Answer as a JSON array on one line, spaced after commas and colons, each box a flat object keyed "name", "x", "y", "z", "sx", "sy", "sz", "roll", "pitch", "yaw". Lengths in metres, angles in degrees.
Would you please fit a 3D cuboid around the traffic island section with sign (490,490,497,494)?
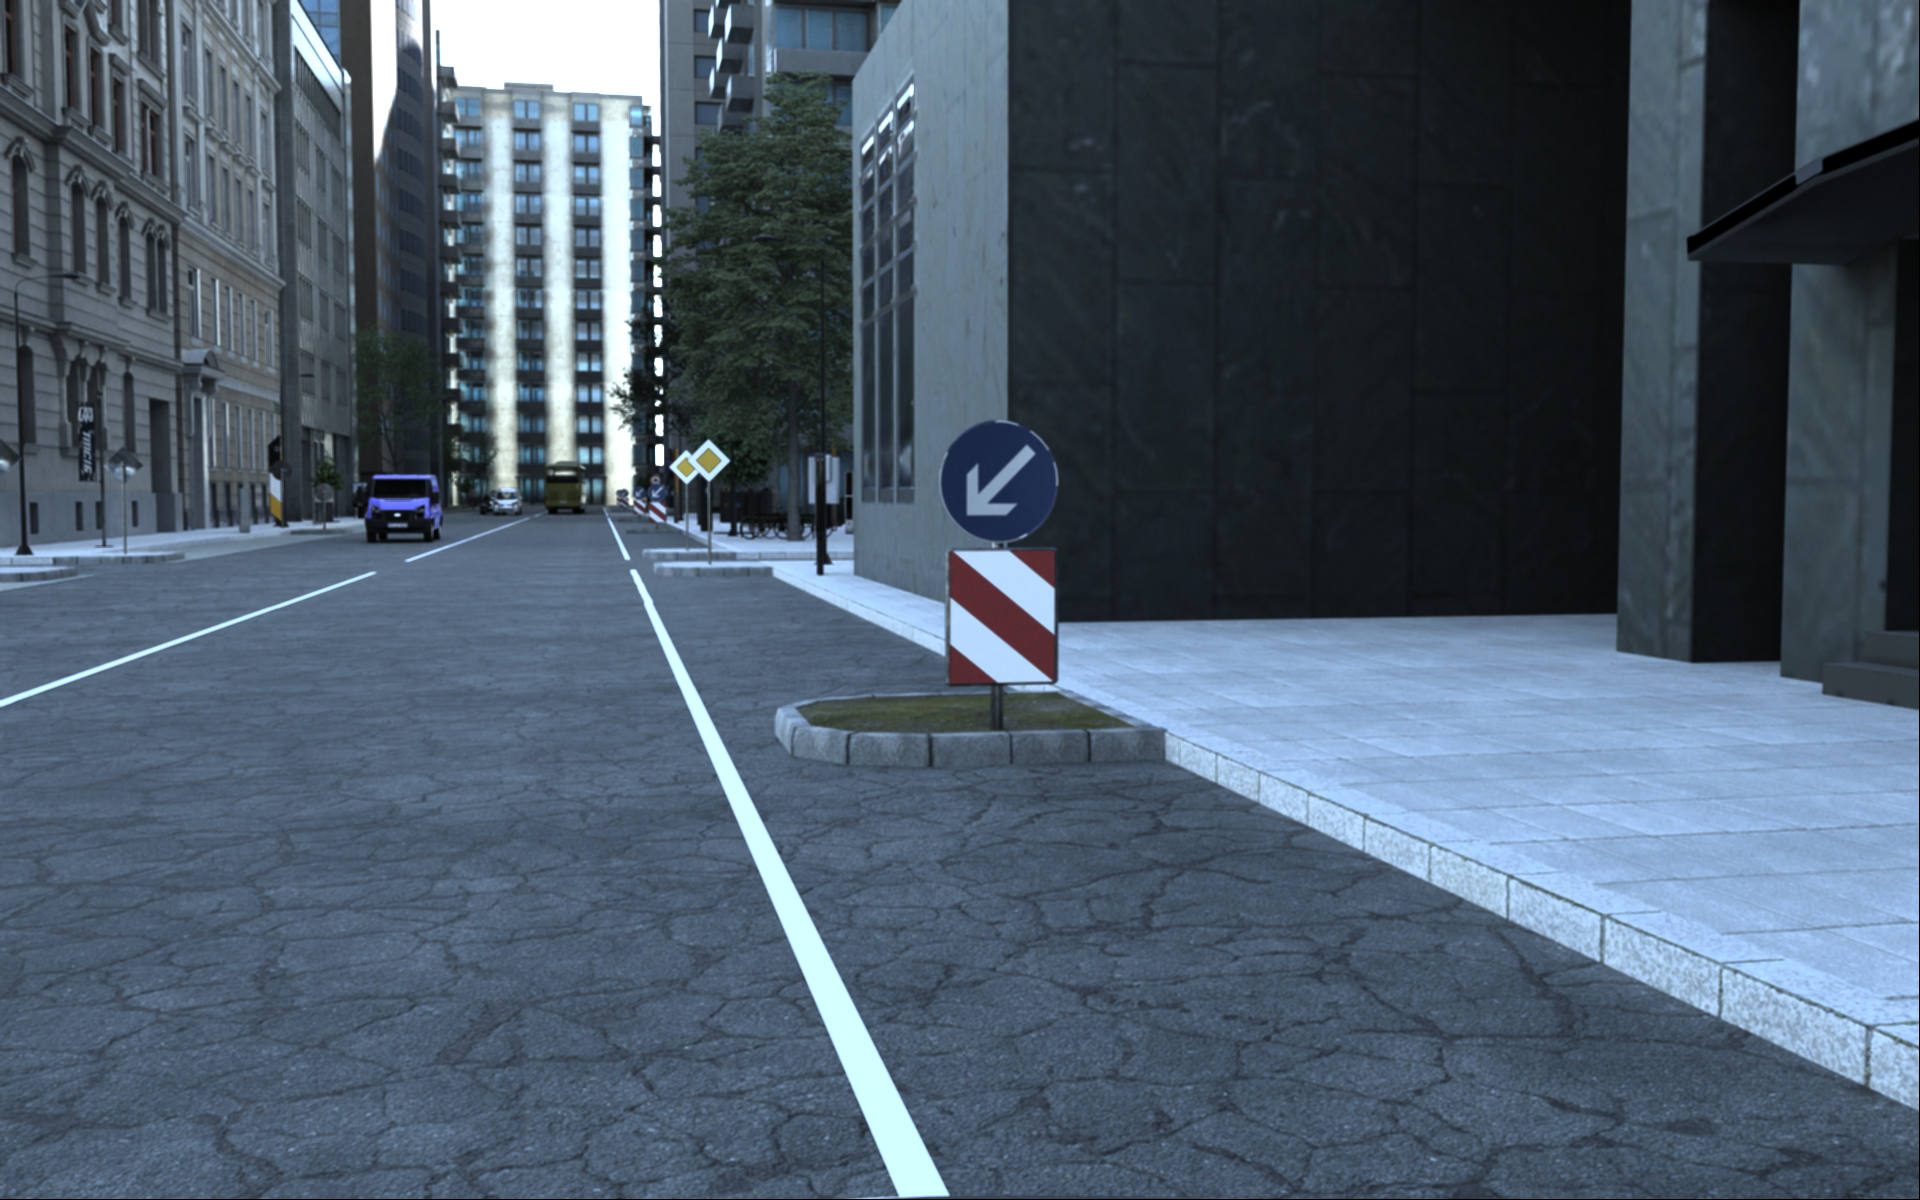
[{"name": "traffic island section with sign", "x": -44.152, "y": -9.516, "z": 164.212, "sx": 1.989, "sy": 1.847, "sz": 2.006, "roll": -1, "pitch": 4, "yaw": -12}]

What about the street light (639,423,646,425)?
[{"name": "street light", "x": -20.230, "y": -8.595, "z": 113.063, "sx": 1.470, "sy": 5.913, "sz": 1.316, "roll": -1, "pitch": 4, "yaw": -12}]

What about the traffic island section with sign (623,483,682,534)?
[{"name": "traffic island section with sign", "x": -11.214, "y": -3.351, "z": 63.417, "sx": 1.989, "sy": 1.847, "sz": 2.006, "roll": -1, "pitch": 4, "yaw": -12}]

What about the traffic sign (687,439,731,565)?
[{"name": "traffic sign", "x": -4.555, "y": -1.700, "z": 31.440, "sx": 0.795, "sy": 2.450, "sz": 0.064, "roll": -1, "pitch": 4, "yaw": -12}]

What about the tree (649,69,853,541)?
[{"name": "tree", "x": -4.573, "y": -7.856, "z": 46.579, "sx": 7.486, "sy": 12.596, "sz": 7.792, "roll": 0, "pitch": 3, "yaw": 0}]

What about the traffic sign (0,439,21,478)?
[{"name": "traffic sign", "x": -16.153, "y": -1.553, "z": 29.041, "sx": 0.795, "sy": 2.450, "sz": 0.064, "roll": -1, "pitch": 4, "yaw": -12}]

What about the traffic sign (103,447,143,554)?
[{"name": "traffic sign", "x": -17.790, "y": -2.031, "z": 36.857, "sx": 0.795, "sy": 2.450, "sz": 0.064, "roll": -1, "pitch": 4, "yaw": -12}]

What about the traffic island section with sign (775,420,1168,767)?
[{"name": "traffic island section with sign", "x": -0.045, "y": -0.089, "z": 10.083, "sx": 1.989, "sy": 1.847, "sz": 2.006, "roll": -1, "pitch": 4, "yaw": -12}]

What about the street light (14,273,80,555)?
[{"name": "street light", "x": -19.169, "y": -3.905, "z": 36.386, "sx": 1.470, "sy": 5.913, "sz": 1.316, "roll": -1, "pitch": 4, "yaw": -12}]

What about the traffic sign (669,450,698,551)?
[{"name": "traffic sign", "x": -6.192, "y": -2.178, "z": 39.256, "sx": 0.795, "sy": 2.450, "sz": 0.064, "roll": -1, "pitch": 4, "yaw": -12}]

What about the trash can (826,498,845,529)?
[{"name": "trash can", "x": -4.899, "y": -3.476, "z": 68.485, "sx": 0.748, "sy": 1.137, "sz": 0.748, "roll": 0, "pitch": 3, "yaw": 0}]

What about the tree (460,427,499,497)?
[{"name": "tree", "x": -51.490, "y": -14.415, "z": 186.047, "sx": 4.360, "sy": 8.622, "sz": 3.978, "roll": 0, "pitch": 3, "yaw": 0}]

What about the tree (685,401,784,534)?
[{"name": "tree", "x": -7.248, "y": -4.441, "z": 56.330, "sx": 4.285, "sy": 4.588, "sz": 4.351, "roll": 0, "pitch": 3, "yaw": 0}]

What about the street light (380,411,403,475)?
[{"name": "street light", "x": -31.938, "y": -7.629, "z": 97.277, "sx": 1.470, "sy": 5.913, "sz": 1.316, "roll": -1, "pitch": 4, "yaw": -12}]

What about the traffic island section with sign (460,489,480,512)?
[{"name": "traffic island section with sign", "x": -38.457, "y": -7.854, "z": 137.047, "sx": 1.989, "sy": 1.847, "sz": 2.006, "roll": -1, "pitch": 4, "yaw": -12}]

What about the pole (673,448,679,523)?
[{"name": "pole", "x": -12.561, "y": -5.061, "z": 76.594, "sx": 0.158, "sy": 3.312, "sz": 0.155, "roll": 0, "pitch": 3, "yaw": 0}]

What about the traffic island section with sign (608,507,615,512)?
[{"name": "traffic island section with sign", "x": -27.035, "y": -7.970, "z": 138.940, "sx": 1.989, "sy": 1.847, "sz": 2.006, "roll": -1, "pitch": 4, "yaw": -12}]

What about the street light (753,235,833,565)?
[{"name": "street light", "x": -3.023, "y": -3.597, "z": 31.350, "sx": 1.470, "sy": 5.913, "sz": 1.316, "roll": -1, "pitch": 4, "yaw": -12}]

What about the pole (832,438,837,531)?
[{"name": "pole", "x": -4.351, "y": -4.039, "z": 59.878, "sx": 0.158, "sy": 3.312, "sz": 0.155, "roll": 0, "pitch": 3, "yaw": 0}]

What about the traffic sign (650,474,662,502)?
[{"name": "traffic sign", "x": -19.636, "y": -6.830, "z": 111.775, "sx": 0.768, "sy": 2.556, "sz": 0.104, "roll": 0, "pitch": 4, "yaw": -8}]

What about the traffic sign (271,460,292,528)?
[{"name": "traffic sign", "x": -25.403, "y": -3.963, "z": 64.904, "sx": 0.768, "sy": 2.556, "sz": 0.104, "roll": 0, "pitch": 4, "yaw": -4}]

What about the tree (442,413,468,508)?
[{"name": "tree", "x": -45.987, "y": -12.539, "z": 155.370, "sx": 4.737, "sy": 8.622, "sz": 4.395, "roll": 0, "pitch": 3, "yaw": 0}]

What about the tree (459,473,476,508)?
[{"name": "tree", "x": -45.985, "y": -10.223, "z": 161.743, "sx": 1.663, "sy": 3.219, "sz": 1.824, "roll": 0, "pitch": 3, "yaw": 0}]

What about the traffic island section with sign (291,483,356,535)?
[{"name": "traffic island section with sign", "x": -22.711, "y": -3.255, "z": 61.852, "sx": 1.989, "sy": 1.847, "sz": 2.006, "roll": -1, "pitch": 4, "yaw": -12}]

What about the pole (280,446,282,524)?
[{"name": "pole", "x": -28.767, "y": -4.865, "z": 73.385, "sx": 0.158, "sy": 3.312, "sz": 0.155, "roll": 0, "pitch": 3, "yaw": 0}]

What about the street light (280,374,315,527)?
[{"name": "street light", "x": -25.600, "y": -5.773, "z": 66.931, "sx": 1.470, "sy": 5.913, "sz": 1.316, "roll": -1, "pitch": 4, "yaw": -12}]

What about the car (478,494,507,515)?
[{"name": "car", "x": -32.731, "y": -6.835, "z": 121.531, "sx": 2.009, "sy": 1.686, "sz": 4.222, "roll": -1, "pitch": 4, "yaw": -13}]

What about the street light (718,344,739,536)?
[{"name": "street light", "x": -7.434, "y": -4.881, "z": 52.352, "sx": 1.470, "sy": 5.913, "sz": 1.316, "roll": -1, "pitch": 4, "yaw": -12}]

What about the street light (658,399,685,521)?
[{"name": "street light", "x": -13.903, "y": -6.738, "z": 82.714, "sx": 1.470, "sy": 5.913, "sz": 1.316, "roll": -1, "pitch": 4, "yaw": -12}]

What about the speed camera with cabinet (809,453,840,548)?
[{"name": "speed camera with cabinet", "x": -2.523, "y": -2.847, "z": 40.880, "sx": 2.038, "sy": 3.252, "sz": 0.660, "roll": 0, "pitch": 4, "yaw": 3}]

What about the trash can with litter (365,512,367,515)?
[{"name": "trash can with litter", "x": -37.001, "y": -5.802, "z": 105.922, "sx": 2.233, "sy": 1.210, "sz": 1.678, "roll": 2, "pitch": 4, "yaw": 31}]

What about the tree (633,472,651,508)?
[{"name": "tree", "x": -30.043, "y": -10.269, "z": 162.502, "sx": 1.663, "sy": 3.219, "sz": 1.824, "roll": 0, "pitch": 3, "yaw": 0}]

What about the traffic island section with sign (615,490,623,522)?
[{"name": "traffic island section with sign", "x": -16.745, "y": -4.965, "z": 89.801, "sx": 1.989, "sy": 1.847, "sz": 2.006, "roll": -1, "pitch": 4, "yaw": -12}]
